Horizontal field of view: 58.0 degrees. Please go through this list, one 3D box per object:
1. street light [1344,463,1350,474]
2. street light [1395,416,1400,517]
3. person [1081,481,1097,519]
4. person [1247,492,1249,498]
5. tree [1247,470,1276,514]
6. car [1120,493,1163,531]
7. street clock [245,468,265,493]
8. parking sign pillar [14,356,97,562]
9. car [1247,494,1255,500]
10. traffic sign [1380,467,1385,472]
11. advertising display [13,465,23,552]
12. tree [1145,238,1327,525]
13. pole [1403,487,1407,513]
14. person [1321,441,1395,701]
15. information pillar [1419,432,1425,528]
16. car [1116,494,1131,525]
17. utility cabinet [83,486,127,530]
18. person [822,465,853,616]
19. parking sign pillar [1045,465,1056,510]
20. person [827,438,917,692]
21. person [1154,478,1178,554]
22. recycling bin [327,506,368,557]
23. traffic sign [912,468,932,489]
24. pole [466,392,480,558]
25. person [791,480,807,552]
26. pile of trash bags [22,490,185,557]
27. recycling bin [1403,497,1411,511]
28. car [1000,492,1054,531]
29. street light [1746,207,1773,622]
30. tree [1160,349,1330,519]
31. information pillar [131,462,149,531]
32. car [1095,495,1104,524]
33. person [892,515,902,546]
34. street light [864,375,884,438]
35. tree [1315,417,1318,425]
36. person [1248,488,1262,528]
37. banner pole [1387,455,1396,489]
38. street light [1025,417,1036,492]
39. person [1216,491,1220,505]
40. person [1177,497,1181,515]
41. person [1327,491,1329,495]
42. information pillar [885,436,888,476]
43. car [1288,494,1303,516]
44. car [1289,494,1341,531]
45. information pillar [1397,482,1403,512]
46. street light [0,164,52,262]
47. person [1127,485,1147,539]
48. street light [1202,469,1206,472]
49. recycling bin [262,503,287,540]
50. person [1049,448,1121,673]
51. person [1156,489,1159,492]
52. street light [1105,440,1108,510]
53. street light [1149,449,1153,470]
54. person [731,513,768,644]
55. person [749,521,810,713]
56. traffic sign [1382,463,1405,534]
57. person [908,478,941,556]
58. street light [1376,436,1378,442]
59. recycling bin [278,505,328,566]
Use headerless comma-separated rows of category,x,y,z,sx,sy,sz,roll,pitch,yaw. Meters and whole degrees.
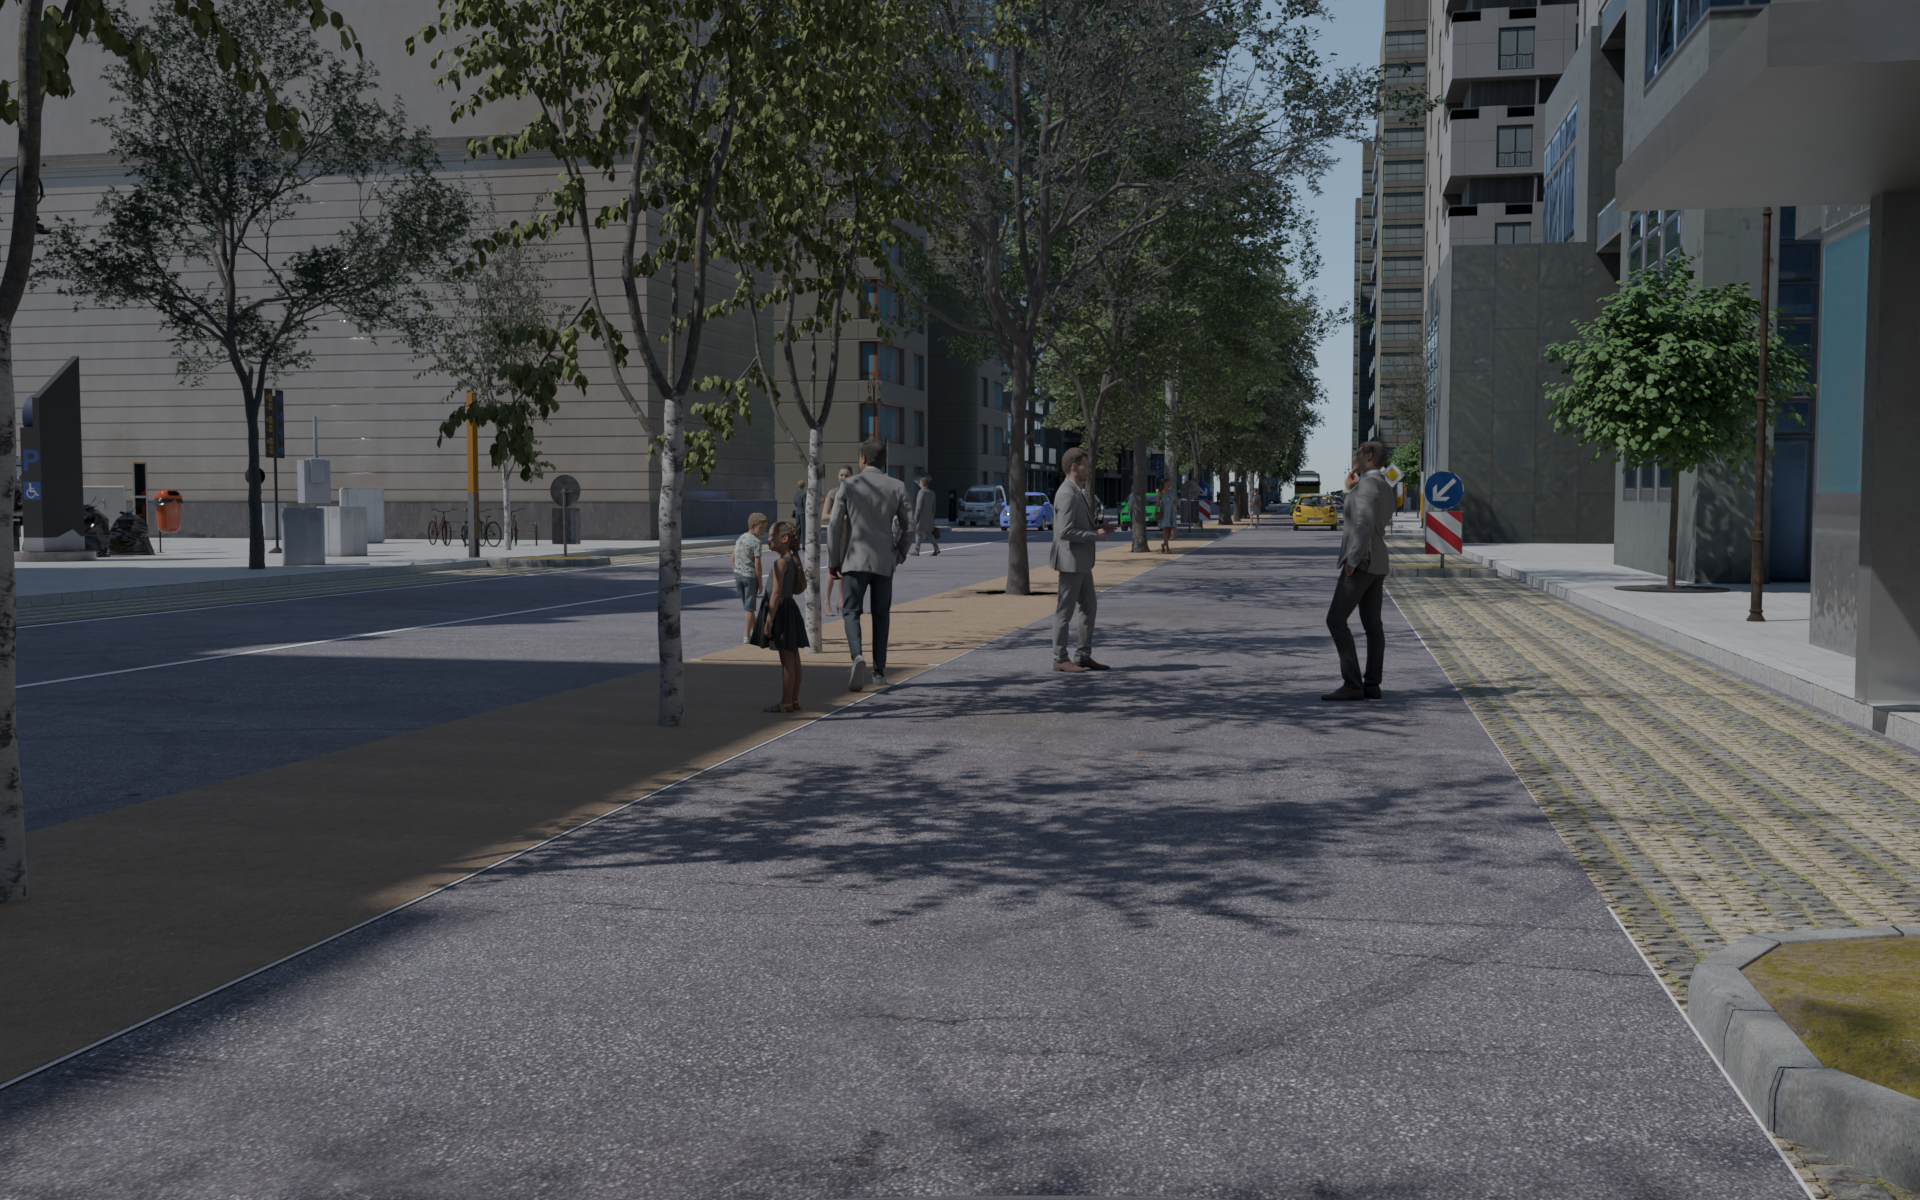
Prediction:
street light,57.064,-17.224,254.400,0.468,5.910,1.993,1,4,12
street light,24.803,-7.674,98.260,0.468,5.910,1.993,1,4,12
person,3.362,-2.339,47.022,0.678,1.792,0.850,-1,4,-9
person,41.782,-14.769,250.709,1.217,1.736,0.721,1,4,13
tree,17.920,-9.415,106.762,4.360,8.622,3.978,0,3,0
car,7.381,-3.616,67.922,1.959,1.807,4.718,1,4,13
street clock,-19.101,-2.594,46.974,0.358,2.002,0.471,3,5,43
parking sign pillar,-17.422,-2.737,33.227,1.447,3.967,1.447,0,4,6
car,34.788,-11.923,204.723,2.009,1.686,4.222,1,4,10
traffic sign,15.425,-3.642,63.193,0.795,2.450,0.064,1,4,12
advertising display,-20.947,-2.015,38.159,0.974,1.923,0.123,-2,4,-29
tree,12.227,-10.410,79.310,9.857,13.997,8.962,0,3,0
pole,29.504,-7.397,114.777,0.158,3.312,0.155,0,3,0
person,2.789,-0.210,12.113,0.473,1.802,0.592,3,5,44
information pillar,17.290,-4.484,64.672,0.183,3.616,0.504,1,4,22
car,8.381,-4.195,80.385,2.131,1.459,4.920,1,4,11
utility cabinet,-22.996,-2.306,46.390,1.173,1.500,0.318,-1,4,-9
person,-1.398,-0.714,20.518,0.599,1.781,0.374,-3,5,-42
parking sign pillar,7.124,-9.320,140.849,1.447,3.967,1.447,-2,4,-25
person,-0.642,-0.266,12.691,0.661,1.843,0.795,0,4,-7
person,4.884,-2.003,41.338,0.616,1.811,0.778,-1,4,-13
recycling bin,-12.754,-1.420,35.764,0.722,1.027,0.722,2,4,27
traffic sign,-1.459,-3.856,66.695,0.795,2.450,0.064,1,4,12
pole,-9.808,-2.510,34.880,0.158,3.312,0.155,0,3,0
person,-3.929,-2.075,42.850,0.576,1.772,0.534,1,4,22
pile of trash bags,-17.768,-1.630,36.405,1.912,1.369,3.447,1,4,22
recycling bin,34.582,-7.483,134.897,0.722,1.027,0.722,-2,4,-28
car,2.654,-3.576,68.067,1.945,1.707,3.694,1,4,12
street light,8.026,-2.722,17.287,0.468,5.910,1.993,1,4,12
tree,16.400,-11.025,99.729,9.611,12.733,9.660,0,3,0
information pillar,-18.823,-2.158,39.773,0.304,2.012,0.304,-2,4,-29
car,5.723,-4.263,81.494,2.131,1.459,4.920,1,4,10
person,-1.269,-1.160,32.155,0.352,1.250,0.332,-2,4,-31
street light,-3.334,-5.782,67.328,0.468,5.910,1.993,1,4,12
tree,21.583,-11.529,125.374,8.767,10.594,7.601,1,4,12
person,12.377,-3.848,72.419,0.522,1.701,0.512,3,5,39
banner pole,27.710,-7.423,111.375,0.401,3.779,0.863,-3,5,-43
street light,4.221,-8.030,104.072,0.468,5.910,1.993,1,4,12
person,32.563,-12.858,218.869,0.705,1.807,1.348,-1,4,-17
person,14.972,-6.414,118.388,0.382,1.210,0.505,2,4,35
person,62.174,-17.427,293.063,1.348,1.869,0.705,-2,4,-25
information pillar,-2.984,-4.820,70.163,0.183,3.616,0.504,0,4,4
car,22.909,-6.337,115.402,2.131,1.459,4.920,1,4,11
car,14.081,-3.577,68.710,2.015,1.641,3.980,1,4,11
information pillar,30.826,-7.964,121.566,0.504,3.616,0.183,3,4,38
street light,-12.646,-3.056,22.761,0.468,5.910,1.993,1,4,12
person,5.733,-2.822,55.313,0.598,1.740,0.731,3,5,41
street light,36.824,-17.655,261.449,0.468,5.910,1.993,1,4,12
recycling bin,-19.420,-2.208,48.656,0.722,1.027,0.722,2,4,35
person,1.002,-0.320,13.930,0.583,1.804,0.606,0,4,6
person,12.760,-6.308,112.050,0.576,1.772,0.534,1,4,13
street light,12.103,-10.365,142.249,0.468,5.910,1.993,1,4,12
street light,19.799,-12.633,179.341,0.468,5.910,1.993,1,4,12
person,-2.022,-0.213,16.663,0.352,1.250,0.332,-1,4,-12
person,-1.180,0.114,11.310,0.373,1.253,0.362,1,4,14
traffic sign,13.806,-3.164,55.373,0.795,2.450,0.064,1,4,12
person,-0.825,-1.925,40.074,0.767,1.812,0.694,3,4,36
street light,32.463,-9.920,134.982,0.468,5.910,1.993,1,4,12
recycling bin,-11.887,-1.149,31.344,0.722,1.027,0.722,-1,4,-22
